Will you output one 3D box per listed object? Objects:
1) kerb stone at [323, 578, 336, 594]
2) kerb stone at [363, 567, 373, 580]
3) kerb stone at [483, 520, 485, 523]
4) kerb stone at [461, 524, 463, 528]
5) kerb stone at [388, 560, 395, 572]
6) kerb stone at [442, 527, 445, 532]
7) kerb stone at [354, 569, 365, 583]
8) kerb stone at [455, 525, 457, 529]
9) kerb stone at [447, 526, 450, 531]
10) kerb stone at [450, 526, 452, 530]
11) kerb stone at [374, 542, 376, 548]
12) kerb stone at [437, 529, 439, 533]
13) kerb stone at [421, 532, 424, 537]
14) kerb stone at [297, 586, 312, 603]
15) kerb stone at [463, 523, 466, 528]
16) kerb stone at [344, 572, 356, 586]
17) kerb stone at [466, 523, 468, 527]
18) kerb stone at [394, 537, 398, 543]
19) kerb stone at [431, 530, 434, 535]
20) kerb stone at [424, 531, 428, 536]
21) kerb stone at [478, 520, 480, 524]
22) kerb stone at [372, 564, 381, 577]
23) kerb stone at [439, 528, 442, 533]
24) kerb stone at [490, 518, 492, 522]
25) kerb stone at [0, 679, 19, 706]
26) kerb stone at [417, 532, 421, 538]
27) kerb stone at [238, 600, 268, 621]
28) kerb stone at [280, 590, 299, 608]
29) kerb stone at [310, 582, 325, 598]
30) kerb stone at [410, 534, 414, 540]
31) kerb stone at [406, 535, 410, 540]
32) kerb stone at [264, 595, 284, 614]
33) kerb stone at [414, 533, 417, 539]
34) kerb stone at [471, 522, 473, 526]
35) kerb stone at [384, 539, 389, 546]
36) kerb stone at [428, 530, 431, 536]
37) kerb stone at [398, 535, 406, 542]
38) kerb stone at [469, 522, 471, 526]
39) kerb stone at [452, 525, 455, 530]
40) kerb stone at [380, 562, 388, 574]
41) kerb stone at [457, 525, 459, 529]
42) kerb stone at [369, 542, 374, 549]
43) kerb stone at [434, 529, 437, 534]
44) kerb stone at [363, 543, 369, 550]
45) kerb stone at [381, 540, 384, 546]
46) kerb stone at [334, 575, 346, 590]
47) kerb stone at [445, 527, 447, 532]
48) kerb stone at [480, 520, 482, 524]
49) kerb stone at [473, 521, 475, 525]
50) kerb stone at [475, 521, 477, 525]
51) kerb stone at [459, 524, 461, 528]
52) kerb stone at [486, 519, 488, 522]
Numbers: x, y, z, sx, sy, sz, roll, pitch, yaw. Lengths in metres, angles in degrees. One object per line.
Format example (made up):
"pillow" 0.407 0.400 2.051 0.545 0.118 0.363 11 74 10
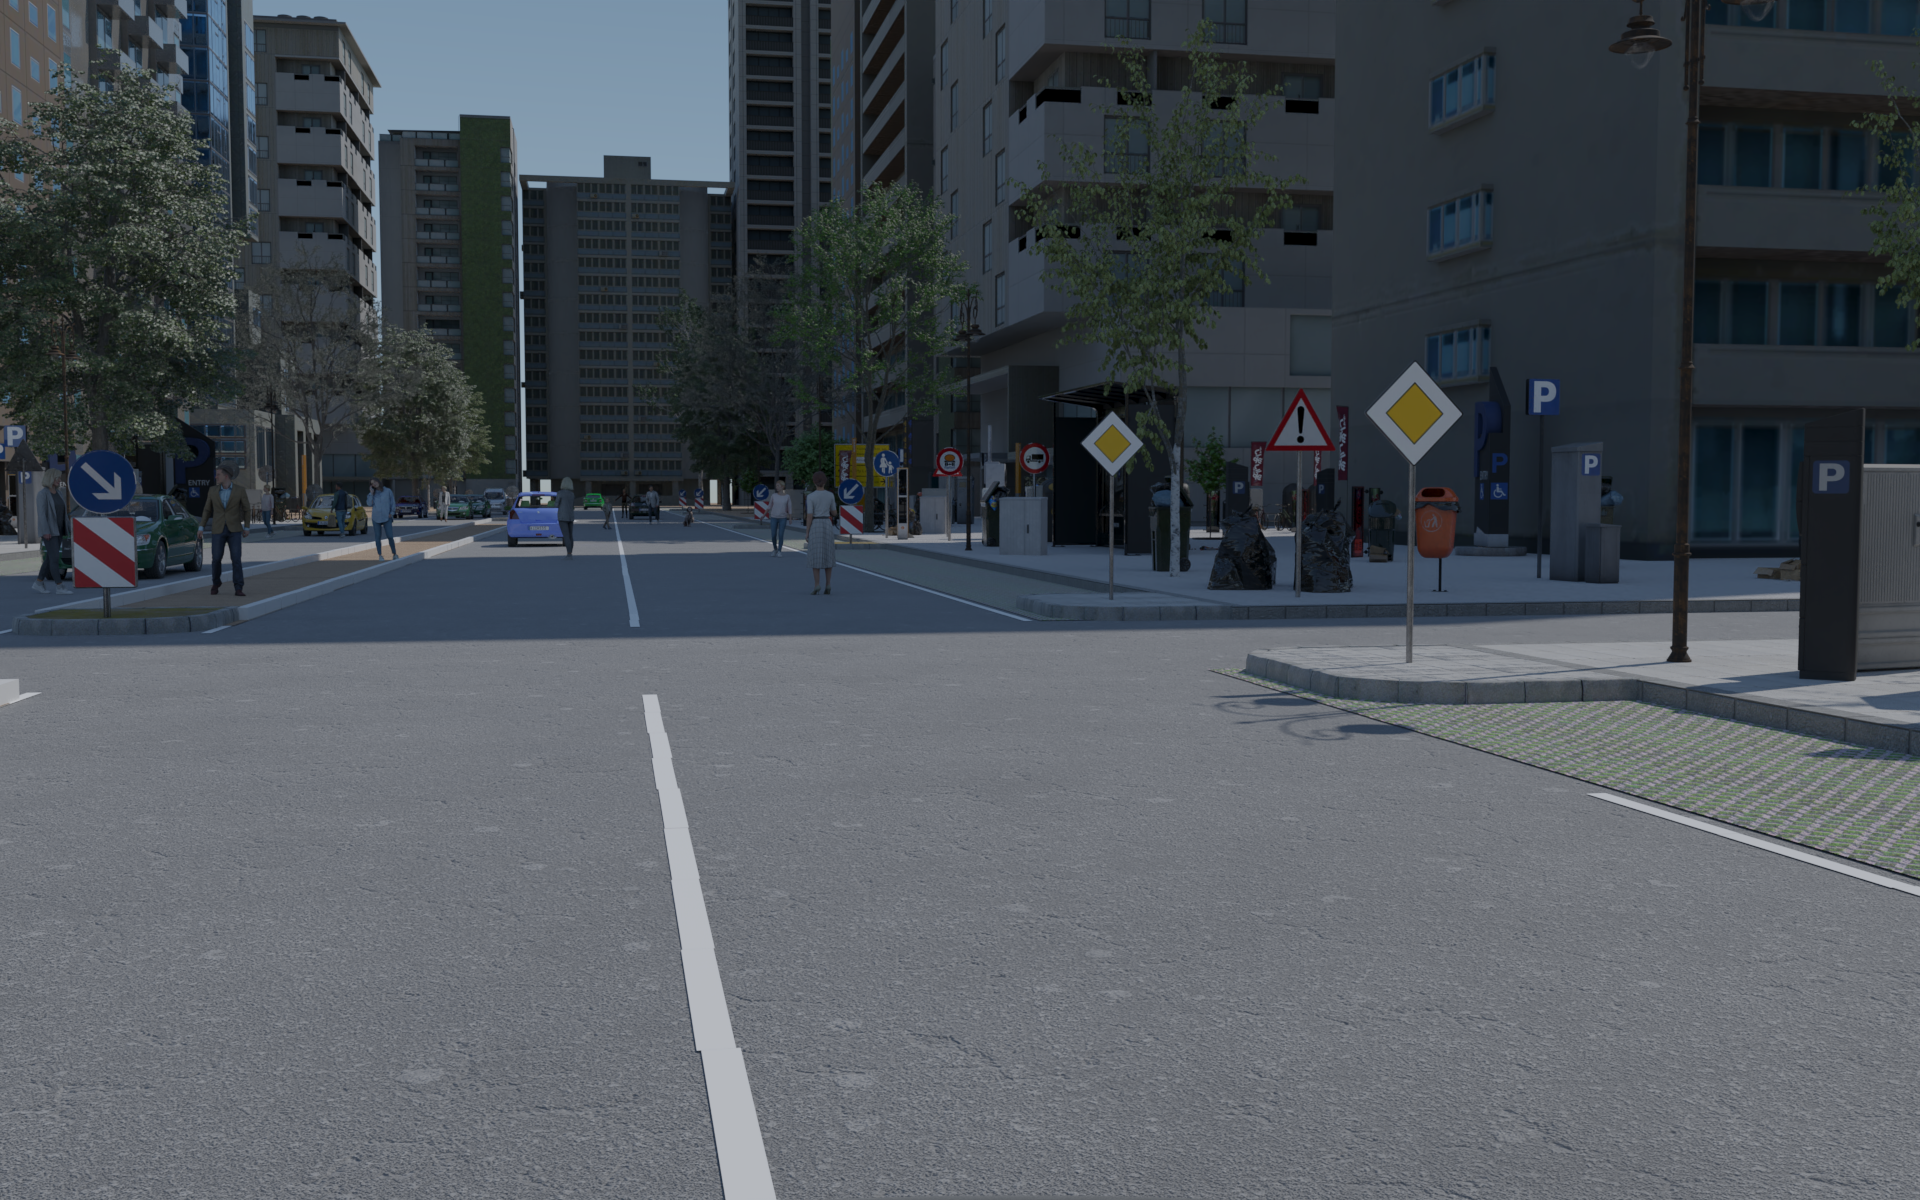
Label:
"kerb stone" -9.212 -0.176 25.076 0.120 0.150 1.000 -1 4 -11
"kerb stone" -10.031 -0.422 29.103 0.120 0.150 1.000 -1 4 -11
"kerb stone" -23.264 -3.777 83.970 0.120 0.150 1.000 -1 4 -11
"kerb stone" -20.827 -3.040 71.906 0.120 0.150 1.000 -1 4 -11
"kerb stone" -10.645 -0.607 32.126 0.120 0.150 1.000 -1 4 -11
"kerb stone" -19.208 -2.550 63.883 0.120 0.150 1.000 -1 4 -11
"kerb stone" -9.823 -0.361 28.090 0.120 0.150 1.000 -1 4 -11
"kerb stone" -20.222 -2.856 68.893 0.120 0.150 1.000 -1 4 -11
"kerb stone" -19.610 -2.672 65.888 0.120 0.150 1.000 -1 4 -11
"kerb stone" -19.810 -2.734 66.890 0.120 0.150 1.000 -1 4 -11
"kerb stone" -15.545 -1.442 45.779 0.120 0.150 1.000 -1 4 -11
"kerb stone" -18.798 -2.426 61.865 0.120 0.150 1.000 -1 4 -11
"kerb stone" -17.784 -2.117 56.837 0.120 0.150 1.000 -1 4 -11
"kerb stone" -8.810 -0.050 23.070 0.120 0.150 1.000 -1 4 -11
"kerb stone" -21.028 -3.100 72.911 0.120 0.150 1.000 -1 4 -11
"kerb stone" -9.628 -0.299 27.086 0.120 0.150 1.000 -1 4 -11
"kerb stone" -21.232 -3.159 73.926 0.120 0.150 1.000 -1 4 -11
"kerb stone" -16.365 -1.688 49.796 0.120 0.150 1.000 -1 4 -11
"kerb stone" -18.390 -2.302 59.851 0.120 0.150 1.000 -1 4 -11
"kerb stone" -17.980 -2.180 57.841 0.120 0.150 1.000 -1 4 -11
"kerb stone" -22.652 -3.594 80.955 0.120 0.150 1.000 -1 4 -11
"kerb stone" -10.234 -0.484 30.114 0.120 0.150 1.000 -1 4 -11
"kerb stone" -18.995 -2.488 62.868 0.120 0.150 1.000 -1 4 -11
"kerb stone" -24.284 -4.085 88.993 0.120 0.150 1.000 -1 4 -11
"kerb stone" -6.490 0.653 11.519 0.120 0.150 1.000 -1 4 -11
"kerb stone" -17.578 -2.054 55.836 0.120 0.150 1.000 -1 4 -11
"kerb stone" -8.206 0.131 20.053 0.120 0.150 1.000 -1 4 -11
"kerb stone" -8.610 0.008 22.064 0.120 0.150 1.000 -1 4 -11
"kerb stone" -9.012 -0.115 24.072 0.120 0.150 1.000 -1 4 -11
"kerb stone" -17.173 -1.935 53.829 0.120 0.150 1.000 -1 4 -11
"kerb stone" -16.978 -1.871 52.821 0.120 0.150 1.000 -1 4 -11
"kerb stone" -8.410 0.071 21.055 0.120 0.150 1.000 -1 4 -11
"kerb stone" -17.374 -1.996 54.833 0.120 0.150 1.000 -1 4 -11
"kerb stone" -21.846 -3.345 76.934 0.120 0.150 1.000 -1 4 -11
"kerb stone" -15.949 -1.566 47.794 0.120 0.150 1.000 -1 4 -11
"kerb stone" -18.191 -2.242 58.846 0.120 0.150 1.000 -1 4 -11
"kerb stone" -16.769 -1.812 51.820 0.120 0.150 1.000 -1 4 -11
"kerb stone" -21.636 -3.286 75.933 0.120 0.150 1.000 -1 4 -11
"kerb stone" -20.015 -2.795 67.892 0.120 0.150 1.000 -1 4 -11
"kerb stone" -10.443 -0.546 31.118 0.120 0.150 1.000 -1 4 -11
"kerb stone" -20.421 -2.916 69.896 0.120 0.150 1.000 -1 4 -11
"kerb stone" -15.344 -1.374 44.777 0.120 0.150 1.000 -1 4 -11
"kerb stone" -18.594 -2.365 60.856 0.120 0.150 1.000 -1 4 -11
"kerb stone" -15.143 -1.320 43.774 0.120 0.150 1.000 -1 4 -11
"kerb stone" -15.760 -1.503 46.789 0.120 0.150 1.000 -1 4 -11
"kerb stone" -9.429 -0.237 26.075 0.120 0.150 1.000 -1 4 -11
"kerb stone" -19.411 -2.611 64.885 0.120 0.150 1.000 -1 4 -11
"kerb stone" -22.858 -3.651 81.957 0.120 0.150 1.000 -1 4 -11
"kerb stone" -22.055 -3.401 77.940 0.120 0.150 1.000 -1 4 -11
"kerb stone" -22.250 -3.471 78.943 0.120 0.150 1.000 -1 4 -11
"kerb stone" -20.621 -2.979 70.904 0.120 0.150 1.000 -1 4 -11
"kerb stone" -23.675 -3.901 85.980 0.120 0.150 1.000 -1 4 -11
